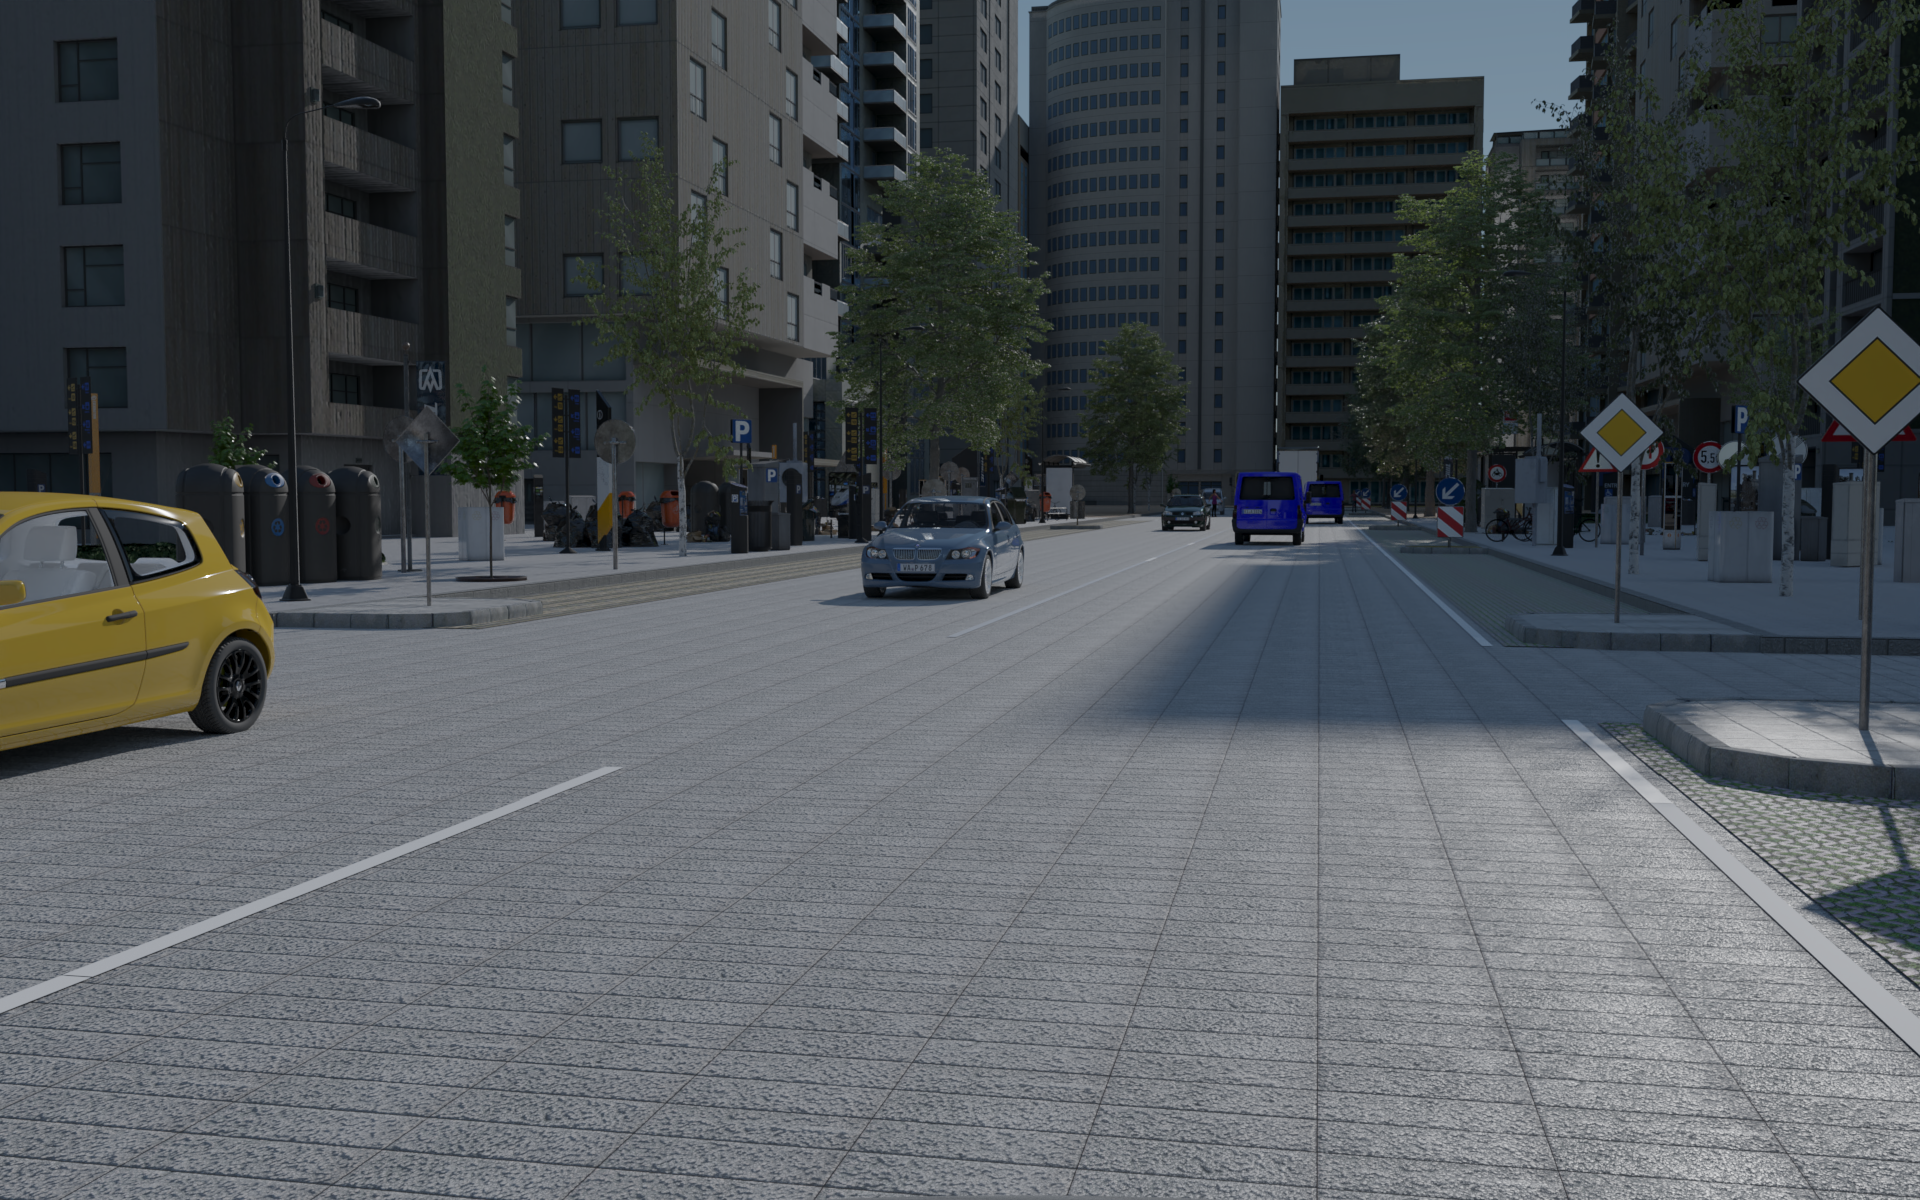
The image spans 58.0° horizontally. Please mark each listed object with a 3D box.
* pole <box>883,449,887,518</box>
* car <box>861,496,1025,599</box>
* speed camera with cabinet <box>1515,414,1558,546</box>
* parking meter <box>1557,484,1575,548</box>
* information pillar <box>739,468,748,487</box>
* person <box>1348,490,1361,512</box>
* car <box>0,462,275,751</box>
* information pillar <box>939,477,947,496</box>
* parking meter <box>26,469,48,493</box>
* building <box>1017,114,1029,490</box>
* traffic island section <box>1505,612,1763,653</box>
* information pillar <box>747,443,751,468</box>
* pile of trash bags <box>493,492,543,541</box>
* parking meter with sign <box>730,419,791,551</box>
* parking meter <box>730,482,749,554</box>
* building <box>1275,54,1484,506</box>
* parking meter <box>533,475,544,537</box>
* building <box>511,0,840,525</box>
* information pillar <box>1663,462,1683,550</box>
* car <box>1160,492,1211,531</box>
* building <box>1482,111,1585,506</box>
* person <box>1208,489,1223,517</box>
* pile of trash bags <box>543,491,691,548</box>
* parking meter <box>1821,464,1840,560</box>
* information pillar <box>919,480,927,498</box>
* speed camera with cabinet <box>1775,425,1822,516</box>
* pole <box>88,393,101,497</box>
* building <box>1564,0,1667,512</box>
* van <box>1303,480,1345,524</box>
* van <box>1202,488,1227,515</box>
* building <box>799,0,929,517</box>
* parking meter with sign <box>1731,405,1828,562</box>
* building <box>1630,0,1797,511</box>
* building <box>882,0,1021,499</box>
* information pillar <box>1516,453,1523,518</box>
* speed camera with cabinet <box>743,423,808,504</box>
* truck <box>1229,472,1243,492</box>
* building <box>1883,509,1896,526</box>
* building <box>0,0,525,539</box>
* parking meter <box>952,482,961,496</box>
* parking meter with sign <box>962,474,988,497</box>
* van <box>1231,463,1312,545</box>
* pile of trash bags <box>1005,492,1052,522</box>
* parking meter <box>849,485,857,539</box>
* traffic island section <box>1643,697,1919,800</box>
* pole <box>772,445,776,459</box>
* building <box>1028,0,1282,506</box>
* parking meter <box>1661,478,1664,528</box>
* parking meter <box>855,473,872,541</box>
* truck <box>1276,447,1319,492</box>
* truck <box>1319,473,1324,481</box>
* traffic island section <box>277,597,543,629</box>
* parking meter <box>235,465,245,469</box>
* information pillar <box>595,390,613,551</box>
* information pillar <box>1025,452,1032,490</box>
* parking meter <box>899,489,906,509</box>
[{"bbox_3d":[-3.372,-5.136,77.809,0.158,3.312,0.155,0,3,0],"label":"pole"},{"bbox_3d":[-0.158,-0.815,25.320,2.014,1.417,4.499,1,4,11],"label":"car"},{"bbox_3d":[14.566,-2.994,43.285,0.660,3.252,2.038,3,5,42],"label":"speed camera with cabinet"},{"bbox_3d":[14.379,-2.000,41.116,0.372,1.533,0.369,0,3,0],"label":"parking meter"},{"bbox_3d":[-6.160,-2.767,49.727,0.304,2.012,0.304,1,4,11],"label":"information pillar"},{"bbox_3d":[30.688,-7.668,134.591,1.217,1.743,0.721,-1,4,-16],"label":"person"},{"bbox_3d":[-5.421,0.063,9.190,2.015,1.641,3.980,1,4,12],"label":"car"},{"bbox_3d":[-0.726,-4.172,72.711,0.304,2.012,0.304,1,4,10],"label":"information pillar"},{"bbox_3d":[-21.605,-2.133,40.581,0.255,1.863,0.399,1,4,15],"label":"parking meter"},{"bbox_3d":[0.972,-33.714,201.341,14.200,45.320,14.600,1,4,12],"label":"building"},{"bbox_3d":[6.560,0.308,17.245,2.009,0.180,2.903,1,4,12],"label":"traffic island section"},{"bbox_3d":[-8.857,-4.976,72.707,0.183,3.616,0.504,-1,4,-20],"label":"information pillar"},{"bbox_3d":[-11.198,-2.327,47.804,3.447,1.369,1.912,0,4,6],"label":"pile of trash bags"},{"bbox_3d":[-4.557,-2.673,39.957,0.543,3.016,1.738,-3,5,-43],"label":"parking meter with sign"},{"bbox_3d":[-4.765,-1.774,37.410,0.372,1.533,0.369,0,3,0],"label":"parking meter"},{"bbox_3d":[46.806,-34.953,195.183,21.600,48.544,21.300,1,4,12],"label":"building"},{"bbox_3d":[-12.585,-2.815,51.737,0.255,1.863,0.399,-1,4,-19],"label":"parking meter"},{"bbox_3d":[-21.857,-30.290,84.476,28.713,52.752,27.495,1,4,12],"label":"building"},{"bbox_3d":[16.378,-2.159,39.798,0.304,2.012,0.304,3,5,45],"label":"information pillar"},{"bbox_3d":[8.962,-3.592,68.515,2.009,1.686,4.222,1,4,12],"label":"car"},{"bbox_3d":[64.679,-30.870,188.314,14.086,41.232,14.154,1,4,12],"label":"building"},{"bbox_3d":[15.754,-5.975,106.881,1.217,1.739,0.721,-3,4,-38],"label":"person"},{"bbox_3d":[-8.146,-1.998,42.417,1.912,1.369,3.447,3,4,38],"label":"pile of trash bags"},{"bbox_3d":[17.056,-1.728,33.965,0.255,1.863,0.399,3,4,37],"label":"parking meter"},{"bbox_3d":[-1.919,-5.202,89.546,0.304,2.012,0.304,2,4,29],"label":"information pillar"},{"bbox_3d":[23.206,-3.286,48.062,0.660,3.252,2.038,0,4,-5],"label":"speed camera with cabinet"},{"bbox_3d":[-17.585,-2.529,35.186,0.158,3.312,0.155,0,3,0],"label":"pole"},{"bbox_3d":[58.293,-29.156,131.328,22.147,44.769,28.867,1,4,12],"label":"building"},{"bbox_3d":[17.642,-4.892,84.373,2.240,2.365,5.245,1,4,10],"label":"van"},{"bbox_3d":[17.573,-6.948,120.619,2.013,2.044,4.112,1,4,10],"label":"van"},{"bbox_3d":[-14.388,-48.901,112.208,22.319,86.520,31.000,1,4,12],"label":"building"},{"bbox_3d":[15.892,-2.282,33.565,0.543,3.016,1.738,-3,4,-39],"label":"parking meter with sign"},{"bbox_3d":[56.512,-31.406,102.726,28.713,52.752,27.495,1,4,12],"label":"building"},{"bbox_3d":[-6.557,-43.448,148.620,20.611,71.187,20.563,1,4,12],"label":"building"},{"bbox_3d":[27.772,-5.787,85.966,0.504,3.616,0.183,-3,4,-37],"label":"information pillar"},{"bbox_3d":[-5.302,-3.294,48.189,2.038,3.252,0.660,1,4,8],"label":"speed camera with cabinet"},{"bbox_3d":[25.871,-9.652,153.729,3.469,3.379,9.791,1,4,12],"label":"truck"},{"bbox_3d":[45.614,-38.647,70.133,20.563,71.187,20.611,1,4,12],"label":"building"},{"bbox_3d":[-22.323,-17.005,49.725,14.160,30.474,14.107,1,4,12],"label":"building"},{"bbox_3d":[-0.178,-4.860,85.178,0.399,1.863,0.255,3,5,41],"label":"parking meter"},{"bbox_3d":[0.462,-5.061,79.007,1.738,3.016,0.543,0,4,7],"label":"parking meter with sign"},{"bbox_3d":[9.033,-2.808,50.294,2.240,2.365,5.245,1,4,13],"label":"van"},{"bbox_3d":[2.814,-4.353,80.930,3.447,1.369,1.912,-2,4,-32],"label":"pile of trash bags"},{"bbox_3d":[-2.986,-2.506,49.385,0.372,1.533,0.369,0,3,0],"label":"parking meter"},{"bbox_3d":[4.936,0.786,9.426,2.009,0.180,2.903,1,4,12],"label":"traffic island section"},{"bbox_3d":[-7.709,-4.775,71.911,0.158,3.312,0.155,0,3,0],"label":"pole"},{"bbox_3d":[22.502,-40.265,200.327,28.212,58.520,21.231,1,4,12],"label":"building"},{"bbox_3d":[26.328,-3.603,64.618,0.255,1.863,0.399,1,4,15],"label":"parking meter"},{"bbox_3d":[-2.636,-2.543,47.285,0.399,1.863,0.255,-2,4,-25],"label":"parking meter"},{"bbox_3d":[21.177,-7.350,109.087,2.839,4.237,11.283,1,4,10],"label":"truck"},{"bbox_3d":[24.740,-7.994,126.618,3.469,3.379,9.791,1,4,13],"label":"truck"},{"bbox_3d":[-6.111,0.147,19.872,2.009,0.180,2.903,1,4,12],"label":"traffic island section"},{"bbox_3d":[-14.435,-1.785,34.890,0.255,1.863,0.399,-2,4,-28],"label":"parking meter"},{"bbox_3d":[-7.984,-2.906,38.862,0.504,3.616,0.183,3,5,44],"label":"information pillar"},{"bbox_3d":[3.700,-6.266,93.799,0.504,3.616,0.183,3,5,40],"label":"information pillar"},{"bbox_3d":[-2.965,-4.974,89.743,0.372,1.533,0.369,0,3,0],"label":"parking meter"}]
